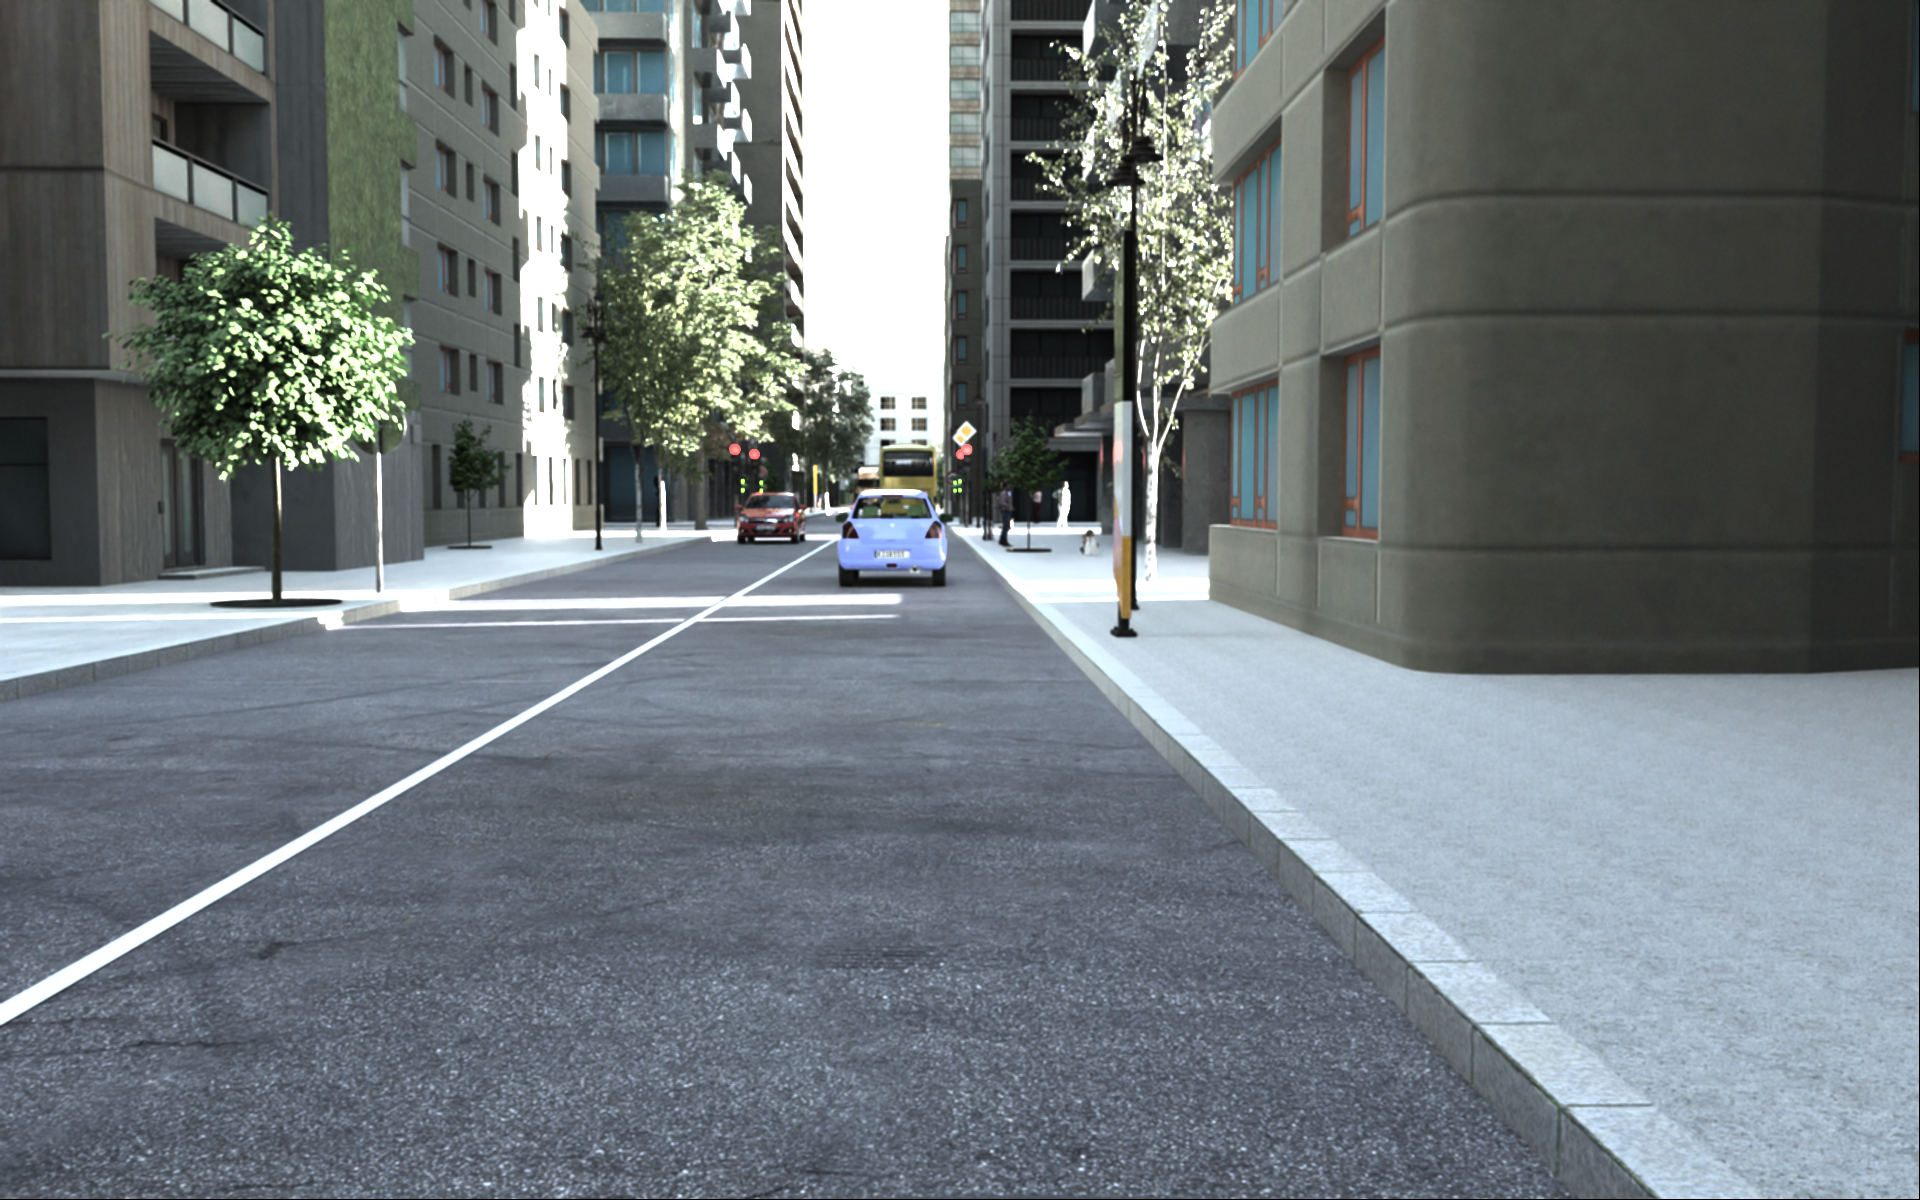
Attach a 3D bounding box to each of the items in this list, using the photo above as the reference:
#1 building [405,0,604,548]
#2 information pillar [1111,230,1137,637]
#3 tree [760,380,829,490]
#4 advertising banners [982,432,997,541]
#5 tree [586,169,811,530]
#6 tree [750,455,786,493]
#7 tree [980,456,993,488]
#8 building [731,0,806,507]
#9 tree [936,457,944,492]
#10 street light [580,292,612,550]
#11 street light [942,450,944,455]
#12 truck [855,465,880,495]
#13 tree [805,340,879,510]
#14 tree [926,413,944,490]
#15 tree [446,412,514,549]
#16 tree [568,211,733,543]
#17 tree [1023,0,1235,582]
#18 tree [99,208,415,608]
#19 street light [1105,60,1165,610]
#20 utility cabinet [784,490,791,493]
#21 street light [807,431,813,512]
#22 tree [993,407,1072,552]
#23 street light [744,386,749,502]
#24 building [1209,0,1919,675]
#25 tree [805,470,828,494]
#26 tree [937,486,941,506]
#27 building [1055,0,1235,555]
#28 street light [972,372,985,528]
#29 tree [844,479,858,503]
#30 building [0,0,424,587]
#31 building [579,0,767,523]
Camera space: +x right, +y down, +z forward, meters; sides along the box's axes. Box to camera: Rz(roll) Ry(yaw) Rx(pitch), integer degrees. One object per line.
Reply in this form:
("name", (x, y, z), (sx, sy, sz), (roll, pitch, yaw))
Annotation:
("building", (-27.492, -12.559, 50.371), (28.899, 21.520, 27.650), (0, 4, -1))
("information pillar", (1.476, -1.487, 15.662), (0.183, 3.616, 0.504), (0, 4, -4))
("tree", (-10.697, -9.757, 109.889), (4.737, 8.622, 4.395), (0, 3, 0))
("advertising banners", (0.848, -3.195, 48.419), (0.090, 3.025, 2.074), (1, 4, 11))
("tree", (-9.076, -8.707, 60.483), (7.486, 12.596, 7.792), (0, 3, 0))
("tree", (-9.519, -5.585, 85.913), (1.663, 3.219, 1.824), (0, 3, 0))
("tree", (1.591, -4.951, 75.557), (1.663, 3.219, 1.824), (0, 3, 0))
("building", (-22.357, -30.500, 122.380), (21.300, 48.544, 21.600), (0, 4, -1))
("tree", (-0.710, -8.994, 130.759), (4.285, 4.588, 4.351), (0, 3, 0))
("street light", (-8.326, -4.094, 39.731), (0.468, 5.910, 1.993), (0, 4, -1))
("street light", (-1.383, -10.784, 149.102), (0.468, 5.910, 1.993), (0, 4, -1))
("truck", (-8.659, -11.110, 170.569), (2.839, 4.237, 11.283), (0, 4, 0))
("tree", (-11.089, -14.407, 142.216), (9.857, 13.997, 8.962), (0, 3, 0))
("tree", (-1.222, -12.497, 154.685), (4.360, 8.622, 3.978), (0, 3, 0))
("tree", (-11.609, -2.821, 40.729), (1.663, 3.219, 1.824), (0, 3, 0))
("tree", (-8.331, -5.806, 45.288), (4.737, 8.622, 4.395), (0, 3, 0))
("tree", (3.023, -4.572, 25.114), (4.360, 8.622, 3.978), (0, 3, 0))
("tree", (-8.045, -2.221, 20.033), (4.285, 4.588, 4.351), (0, 3, 0))
("street light", (1.902, -2.830, 19.064), (0.468, 5.910, 1.993), (0, 4, -1))
("utility cabinet", (-9.523, -5.339, 95.979), (0.318, 1.500, 1.173), (0, 4, -1))
("street light", (-10.407, -9.049, 120.733), (0.468, 5.910, 1.993), (0, 4, -1))
("tree", (1.666, -2.690, 38.581), (1.663, 3.219, 1.824), (0, 3, 0))
("street light", (-9.157, -6.217, 74.434), (0.468, 5.910, 1.993), (0, 4, -1))
("building", (17.236, -9.876, 6.509), (27.650, 21.520, 28.899), (0, 4, -1))
("tree", (-10.584, -8.176, 128.284), (1.663, 3.219, 1.824), (0, 3, 0))
("tree", (-2.030, -11.769, 187.016), (1.663, 3.219, 1.824), (0, 3, 0))
("building", (14.966, -25.910, 43.230), (23.786, 49.044, 30.456), (0, 4, -1))
("street light", (0.697, -5.679, 65.640), (0.468, 5.910, 1.993), (0, 4, -1))
("tree", (-12.503, -12.426, 197.767), (1.663, 3.219, 1.824), (0, 3, 0))
("building", (-17.308, -20.916, 25.569), (14.154, 41.232, 14.086), (0, 4, -1))
("building", (-22.619, -28.671, 88.383), (23.786, 49.044, 30.456), (0, 4, -1))
